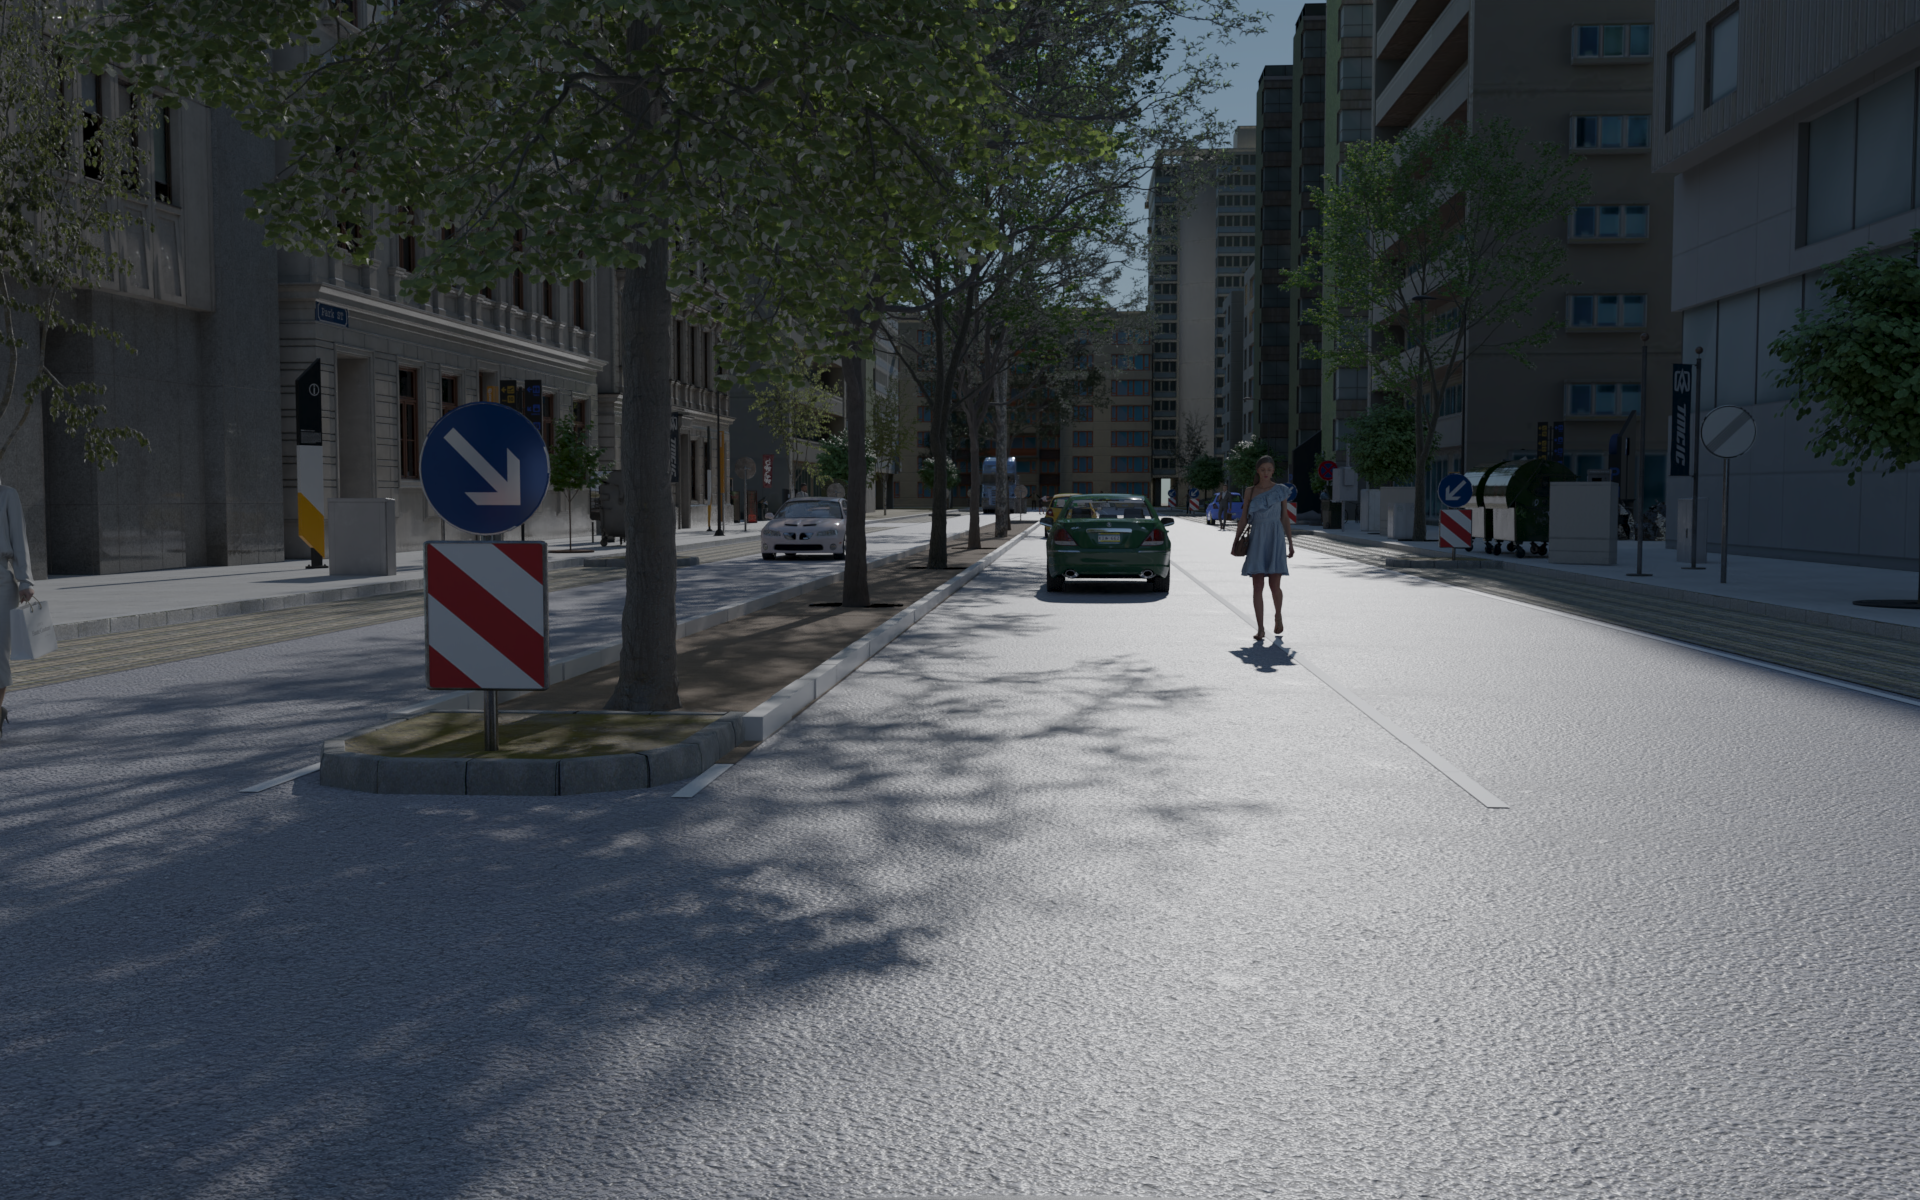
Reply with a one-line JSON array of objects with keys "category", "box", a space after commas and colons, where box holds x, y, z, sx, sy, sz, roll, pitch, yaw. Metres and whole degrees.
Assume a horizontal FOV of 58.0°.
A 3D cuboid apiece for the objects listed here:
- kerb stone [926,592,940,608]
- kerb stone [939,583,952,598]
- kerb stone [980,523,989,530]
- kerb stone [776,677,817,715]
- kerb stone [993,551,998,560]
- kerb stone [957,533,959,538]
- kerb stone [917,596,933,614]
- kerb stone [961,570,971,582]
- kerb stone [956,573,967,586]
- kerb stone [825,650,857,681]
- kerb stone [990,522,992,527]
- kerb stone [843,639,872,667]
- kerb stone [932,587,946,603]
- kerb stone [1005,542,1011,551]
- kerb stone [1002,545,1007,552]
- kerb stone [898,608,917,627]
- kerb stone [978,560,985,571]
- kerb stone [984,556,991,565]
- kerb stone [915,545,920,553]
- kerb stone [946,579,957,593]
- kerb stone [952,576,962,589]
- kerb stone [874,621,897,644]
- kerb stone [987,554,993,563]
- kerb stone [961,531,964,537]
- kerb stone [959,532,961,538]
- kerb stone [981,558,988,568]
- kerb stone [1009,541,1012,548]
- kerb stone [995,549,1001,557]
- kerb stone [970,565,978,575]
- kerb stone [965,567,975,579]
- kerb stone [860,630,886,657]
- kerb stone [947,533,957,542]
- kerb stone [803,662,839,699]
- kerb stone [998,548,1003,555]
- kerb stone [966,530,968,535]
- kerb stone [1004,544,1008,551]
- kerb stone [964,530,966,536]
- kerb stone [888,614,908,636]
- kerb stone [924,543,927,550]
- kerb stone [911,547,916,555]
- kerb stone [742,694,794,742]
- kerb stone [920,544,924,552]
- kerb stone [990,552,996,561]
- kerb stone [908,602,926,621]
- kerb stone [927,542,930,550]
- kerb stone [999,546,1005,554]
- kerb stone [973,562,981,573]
[{"category": "kerb stone", "box": [-0.384, 0.030, 21.723, 0.120, 0.150, 1.000, 0, 4, 4]}, {"category": "kerb stone", "box": [-0.246, -0.095, 23.774, 0.120, 0.150, 1.000, 0, 4, 4]}, {"category": "kerb stone", "box": [1.008, -3.046, 71.998, 0.120, 0.150, 1.000, 0, 4, 4]}, {"category": "kerb stone", "box": [-1.105, 0.657, 11.507, 0.120, 0.150, 1.000, 0, 4, 4]}, {"category": "kerb stone", "box": [0.681, -0.911, 37.092, 0.120, 0.150, 1.000, 0, 4, 4]}, {"category": "kerb stone", "box": [-0.202, -1.983, 54.620, 0.120, 0.150, 1.000, 0, 4, 4]}, {"category": "kerb stone", "box": [-0.454, 0.091, 20.702, 0.120, 0.150, 1.000, 0, 4, 4]}, {"category": "kerb stone", "box": [0.042, -0.344, 27.854, 0.120, 0.150, 1.000, 0, 4, 4]}, {"category": "kerb stone", "box": [-0.027, -0.284, 26.834, 0.120, 0.150, 1.000, 0, 4, 4]}, {"category": "kerb stone", "box": [-0.953, 0.529, 13.552, 0.120, 0.150, 1.000, 0, 4, 4]}, {"category": "kerb stone", "box": [1.158, -3.171, 74.049, 0.120, 0.150, 1.000, 0, 4, 4]}, {"category": "kerb stone", "box": [-0.885, 0.466, 14.572, 0.120, 0.150, 1.000, 0, 4, 4]}, {"category": "kerb stone", "box": [-0.311, -0.033, 22.742, 0.120, 0.150, 1.000, 0, 4, 4]}, {"category": "kerb stone", "box": [1.119, -1.286, 43.226, 0.120, 0.150, 1.000, 0, 4, 4]}, {"category": "kerb stone", "box": [0.971, -1.161, 41.183, 0.120, 0.150, 1.000, 0, 4, 4]}, {"category": "kerb stone", "box": [-0.603, 0.216, 18.660, 0.120, 0.150, 1.000, 0, 4, 4]}, {"category": "kerb stone", "box": [0.329, -0.597, 31.954, 0.120, 0.150, 1.000, 0, 4, 4]}, {"category": "kerb stone", "box": [0.468, -0.722, 33.998, 0.120, 0.150, 1.000, 0, 4, 4]}, {"category": "kerb stone", "box": [-1.130, -1.169, 41.305, 0.120, 0.150, 1.000, 0, 4, 4]}, {"category": "kerb stone", "box": [-0.171, -0.158, 24.794, 0.120, 0.150, 1.000, 0, 4, 4]}, {"category": "kerb stone", "box": [-0.103, -0.221, 25.814, 0.120, 0.150, 1.000, 0, 4, 4]}, {"category": "kerb stone", "box": [-0.740, 0.341, 16.616, 0.120, 0.150, 1.000, 0, 4, 4]}, {"category": "kerb stone", "box": [0.533, -0.780, 35.028, 0.120, 0.150, 1.000, 0, 4, 4]}, {"category": "kerb stone", "box": [-0.054, -2.106, 56.669, 0.120, 0.150, 1.000, 0, 4, 4]}, {"category": "kerb stone", "box": [-0.132, -2.046, 55.650, 0.120, 0.150, 1.000, 0, 4, 4]}, {"category": "kerb stone", "box": [0.393, -0.658, 32.975, 0.120, 0.150, 1.000, 0, 4, 4]}, {"category": "kerb stone", "box": [1.191, -1.349, 44.246, 0.120, 0.150, 1.000, 0, 4, 4]}, {"category": "kerb stone", "box": [0.755, -0.973, 38.111, 0.120, 0.150, 1.000, 0, 4, 4]}, {"category": "kerb stone", "box": [0.184, -0.471, 29.915, 0.120, 0.150, 1.000, 0, 4, 4]}, {"category": "kerb stone", "box": [0.115, -0.409, 28.885, 0.120, 0.150, 1.000, 0, 4, 4]}, {"category": "kerb stone", "box": [-0.809, 0.404, 15.592, 0.120, 0.150, 1.000, 0, 4, 4]}, {"category": "kerb stone", "box": [-0.272, -1.920, 53.592, 0.120, 0.150, 1.000, 0, 4, 4]}, {"category": "kerb stone", "box": [-1.024, 0.593, 12.526, 0.120, 0.150, 1.000, 0, 4, 4]}, {"category": "kerb stone", "box": [0.823, -1.032, 39.142, 0.120, 0.150, 1.000, 0, 4, 4]}, {"category": "kerb stone", "box": [0.093, -2.233, 58.709, 0.120, 0.150, 1.000, 0, 4, 4]}, {"category": "kerb stone", "box": [1.037, -1.224, 42.204, 0.120, 0.150, 1.000, 0, 4, 4]}, {"category": "kerb stone", "box": [0.011, -2.168, 57.690, 0.120, 0.150, 1.000, 0, 4, 4]}, {"category": "kerb stone", "box": [-0.670, 0.280, 17.636, 0.120, 0.150, 1.000, 0, 4, 4]}, {"category": "kerb stone", "box": [-0.988, -1.294, 43.360, 0.120, 0.150, 1.000, 0, 4, 4]}, {"category": "kerb stone", "box": [-1.198, -1.106, 40.285, 0.120, 0.150, 1.000, 0, 4, 4]}, {"category": "kerb stone", "box": [-1.161, 0.717, 10.486, 0.120, 0.150, 1.000, 0, 4, 4]}, {"category": "kerb stone", "box": [-1.056, -1.226, 42.340, 0.120, 0.150, 1.000, 0, 4, 4]}, {"category": "kerb stone", "box": [0.610, -0.848, 36.058, 0.120, 0.150, 1.000, 0, 4, 4]}, {"category": "kerb stone", "box": [-0.525, 0.154, 19.683, 0.120, 0.150, 1.000, 0, 4, 4]}, {"category": "kerb stone", "box": [-0.904, -1.358, 44.391, 0.120, 0.150, 1.000, 0, 4, 4]}, {"category": "kerb stone", "box": [0.904, -1.098, 40.163, 0.120, 0.150, 1.000, 0, 4, 4]}, {"category": "kerb stone", "box": [0.249, -0.535, 30.935, 0.120, 0.150, 1.000, 0, 4, 4]}]
